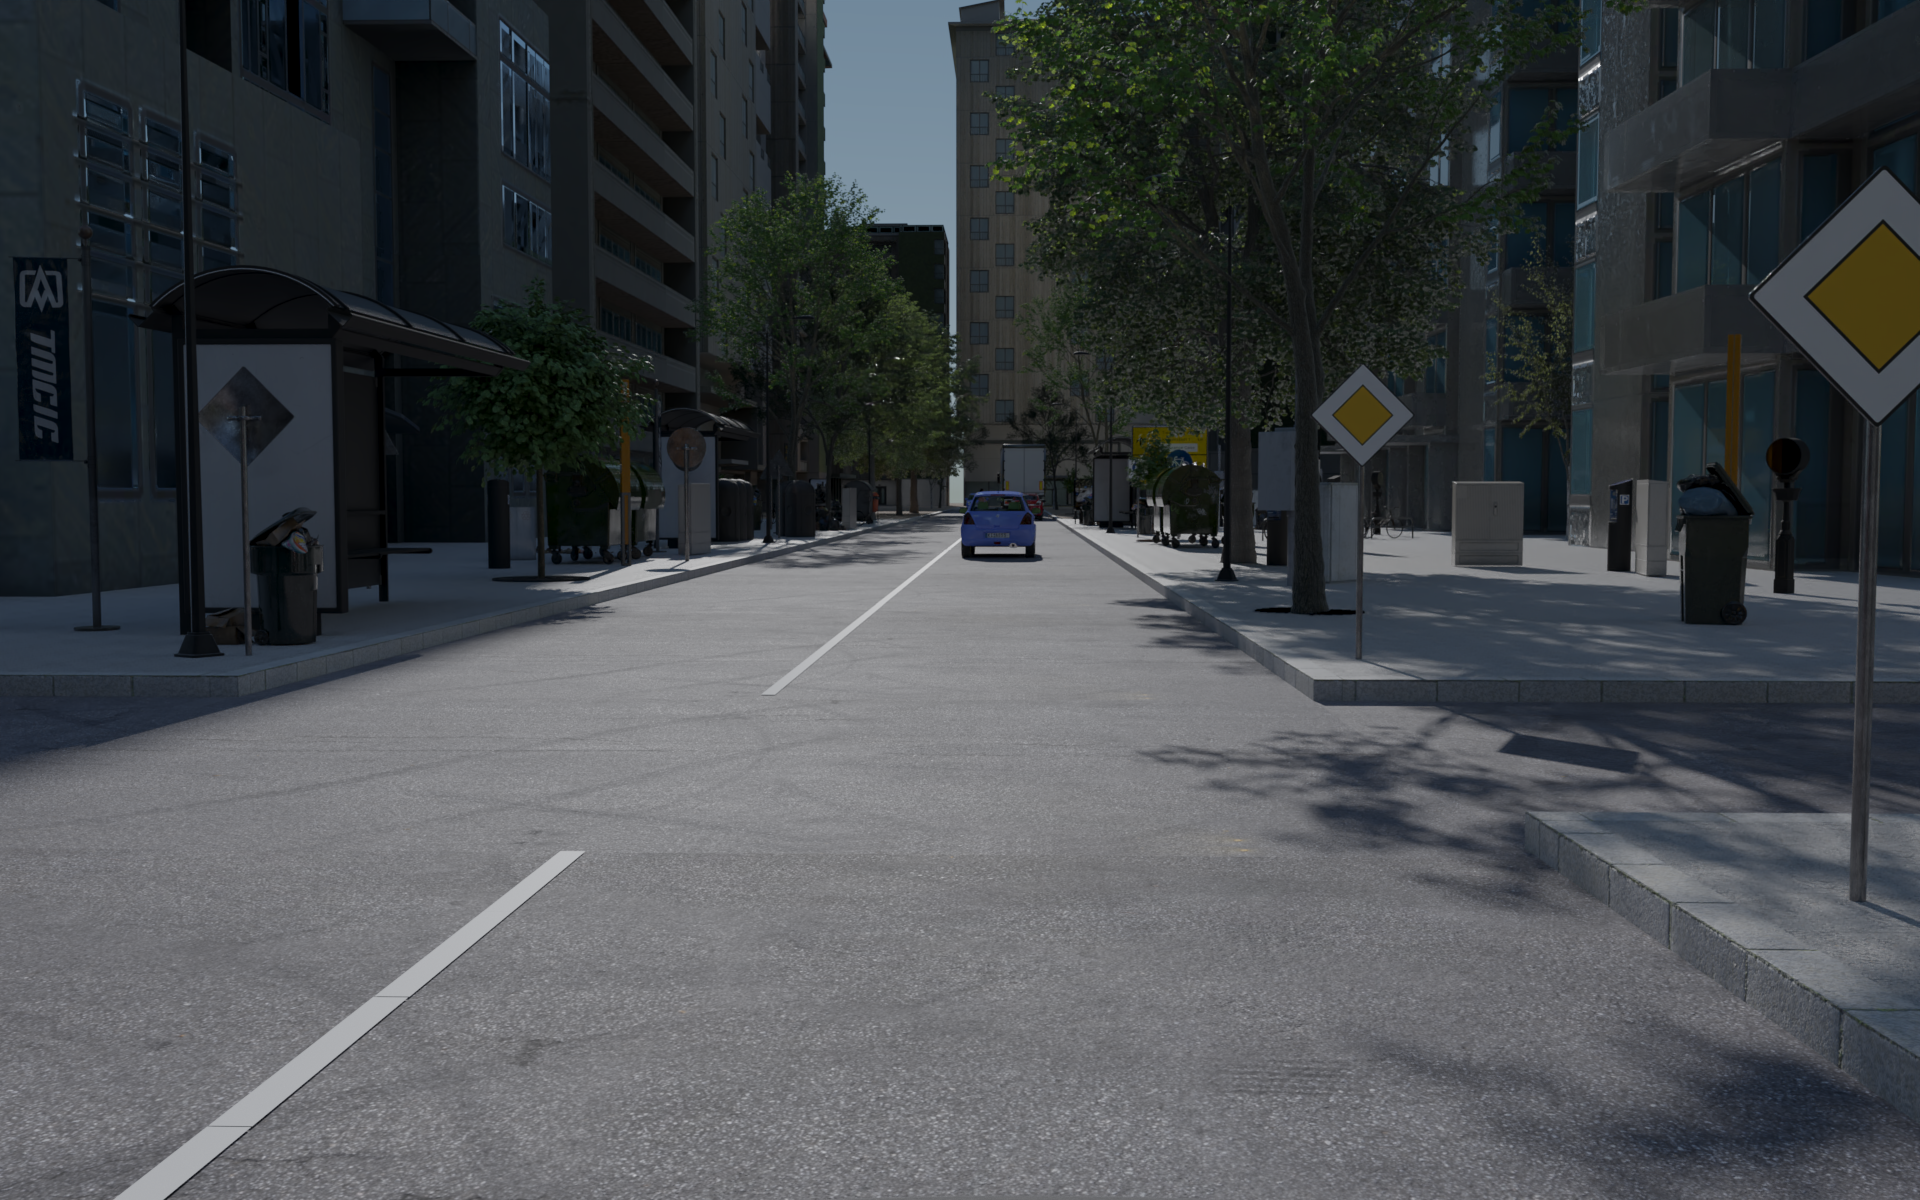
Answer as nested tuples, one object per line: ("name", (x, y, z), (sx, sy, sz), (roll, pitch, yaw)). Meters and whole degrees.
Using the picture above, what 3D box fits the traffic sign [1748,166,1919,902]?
("traffic sign", (2.830, -0.108, 5.404), (0.795, 2.450, 0.064), (0, 4, 2))

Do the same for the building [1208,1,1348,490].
("building", (26.518, -43.105, 143.024), (20.563, 71.187, 20.611), (0, 4, 2))

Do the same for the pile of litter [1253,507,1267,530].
("pile of litter", (11.086, -2.968, 62.486), (1.176, 0.858, 1.719), (0, 4, 7))

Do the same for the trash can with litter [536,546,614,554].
("trash can with litter", (-8.745, -1.637, 37.819), (2.233, 1.210, 1.678), (3, 5, 42))

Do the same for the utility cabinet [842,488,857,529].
("utility cabinet", (-4.083, -3.368, 63.742), (0.318, 1.500, 1.173), (1, 4, 8))

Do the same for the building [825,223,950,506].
("building", (-8.240, -25.439, 187.625), (14.107, 30.474, 14.160), (0, 4, 2))

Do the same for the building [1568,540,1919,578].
("building", (27.578, -25.187, 31.410), (30.456, 49.044, 23.786), (0, 4, 2))

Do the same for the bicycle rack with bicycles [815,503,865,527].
("bicycle rack with bicycles", (-5.199, -3.365, 68.406), (2.925, 0.926, 2.852), (0, 4, -2))

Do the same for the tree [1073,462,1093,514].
("tree", (7.341, -5.908, 91.201), (1.663, 3.219, 1.824), (0, 3, 0))

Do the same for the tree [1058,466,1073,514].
("tree", (7.178, -7.014, 109.284), (1.663, 3.219, 1.824), (0, 3, 0))

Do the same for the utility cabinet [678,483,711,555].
("utility cabinet", (-5.633, -1.713, 36.683), (0.318, 1.500, 1.173), (1, 4, 12))

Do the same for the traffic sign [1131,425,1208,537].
("traffic sign", (6.227, -3.524, 51.490), (2.265, 3.308, 0.079), (1, 4, 9))

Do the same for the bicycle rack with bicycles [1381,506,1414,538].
("bicycle rack with bicycles", (11.652, -2.256, 50.262), (2.925, 0.926, 2.852), (-2, 4, -34))

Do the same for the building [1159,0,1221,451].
("building", (25.761, -30.517, 122.656), (21.300, 48.544, 21.600), (0, 4, 2))

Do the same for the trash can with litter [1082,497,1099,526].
("trash can with litter", (5.496, -3.618, 70.535), (1.055, 1.170, 0.624), (2, 4, 25))

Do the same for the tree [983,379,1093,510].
("tree", (7.541, -12.563, 139.822), (7.601, 10.594, 8.767), (2, 4, 32))

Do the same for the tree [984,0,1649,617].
("tree", (3.670, -5.667, 18.412), (9.928, 11.665, 9.643), (0, 3, 0))

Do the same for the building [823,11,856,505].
("building", (-24.272, -30.095, 146.677), (28.867, 44.769, 22.147), (0, 4, 2))

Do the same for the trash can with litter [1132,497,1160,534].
("trash can with litter", (6.219, -2.747, 56.309), (0.624, 1.170, 1.055), (-3, 5, -42))

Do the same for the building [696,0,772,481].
("building", (-26.067, -31.388, 102.435), (28.713, 52.752, 27.495), (0, 4, 2))

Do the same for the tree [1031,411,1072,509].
("tree", (7.903, -12.197, 149.780), (4.737, 8.622, 4.395), (0, 3, 0))

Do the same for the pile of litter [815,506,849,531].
("pile of litter", (-4.792, -2.872, 60.929), (1.719, 0.858, 1.176), (1, 4, 19))

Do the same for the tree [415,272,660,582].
("tree", (-6.335, -2.573, 25.784), (4.285, 4.588, 4.351), (0, 3, 0))

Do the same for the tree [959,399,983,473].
("tree", (-1.700, -13.685, 158.155), (8.767, 10.594, 7.601), (-2, 4, -30))

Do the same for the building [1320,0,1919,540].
("building", (26.706, -27.261, 65.330), (23.786, 49.044, 30.456), (0, 4, 2))

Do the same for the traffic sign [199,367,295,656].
("traffic sign", (-5.646, -0.615, 13.691), (0.795, 2.450, 0.064), (0, 4, 2))

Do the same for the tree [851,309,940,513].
("tree", (-3.043, -12.960, 118.558), (9.857, 13.997, 8.962), (0, 3, 0))

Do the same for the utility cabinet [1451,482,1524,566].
("utility cabinet", (9.321, -1.341, 30.599), (1.173, 1.500, 0.318), (0, 4, 3))

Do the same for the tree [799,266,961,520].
("tree", (-4.753, -10.215, 85.149), (7.486, 12.596, 7.792), (0, 3, 0))

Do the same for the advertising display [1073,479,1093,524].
("advertising display", (5.260, -4.203, 73.928), (0.974, 1.923, 0.123), (-2, 4, -35))

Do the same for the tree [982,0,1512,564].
("tree", (5.261, -7.652, 31.759), (9.857, 13.997, 8.962), (0, 3, 0))

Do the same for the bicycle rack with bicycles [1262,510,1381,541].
("bicycle rack with bicycles", (9.367, -2.018, 46.378), (2.925, 0.926, 2.852), (0, 4, -2))

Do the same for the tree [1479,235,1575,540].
("tree", (16.904, -5.996, 48.398), (4.360, 8.622, 3.978), (0, 3, 0))

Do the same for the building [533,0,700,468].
("building", (-23.222, -27.313, 70.266), (21.300, 48.544, 21.600), (0, 4, 2))

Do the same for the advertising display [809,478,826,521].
("advertising display", (-5.800, -4.063, 71.642), (0.974, 1.923, 0.123), (-2, 4, -33))

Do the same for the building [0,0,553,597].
("building", (-21.942, -44.167, 34.810), (22.319, 86.520, 31.000), (0, 4, 2))

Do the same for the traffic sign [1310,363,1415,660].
("traffic sign", (3.093, -0.596, 13.384), (0.795, 2.450, 0.064), (0, 4, 2))

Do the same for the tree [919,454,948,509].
("tree", (-2.540, -12.233, 150.371), (4.360, 8.622, 3.978), (0, 3, 0))

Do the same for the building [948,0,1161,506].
("building", (12.966, -36.973, 193.749), (27.495, 52.752, 28.713), (0, 4, 2))

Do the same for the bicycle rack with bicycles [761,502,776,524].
("bicycle rack with bicycles", (-7.591, -3.717, 74.159), (2.852, 0.926, 2.925), (-1, 4, -19))

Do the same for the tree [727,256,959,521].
("tree", (-5.195, -8.055, 66.113), (8.767, 10.594, 7.601), (1, 4, 11))

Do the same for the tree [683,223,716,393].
("tree", (-5.356, -7.955, 55.816), (9.928, 11.665, 9.643), (0, 3, 0))

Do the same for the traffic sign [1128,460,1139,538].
("traffic sign", (5.234, -2.983, 50.901), (0.606, 2.300, 0.079), (1, 4, 10))

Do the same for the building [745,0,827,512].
("building", (-17.327, -26.919, 123.723), (14.154, 41.232, 14.086), (0, 4, 2))

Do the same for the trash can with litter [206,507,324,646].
("trash can with litter", (-5.989, -0.206, 14.757), (1.055, 1.170, 0.624), (0, 4, 1))

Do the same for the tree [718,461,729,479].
("tree", (-12.451, -5.667, 87.257), (1.663, 3.219, 1.824), (0, 3, 0))

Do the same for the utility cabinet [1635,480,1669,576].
("utility cabinet", (10.924, -1.141, 27.334), (0.318, 1.500, 1.173), (1, 4, 13))

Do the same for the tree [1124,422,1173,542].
("tree", (5.368, -3.184, 46.656), (1.663, 3.219, 1.824), (0, 3, 0))
